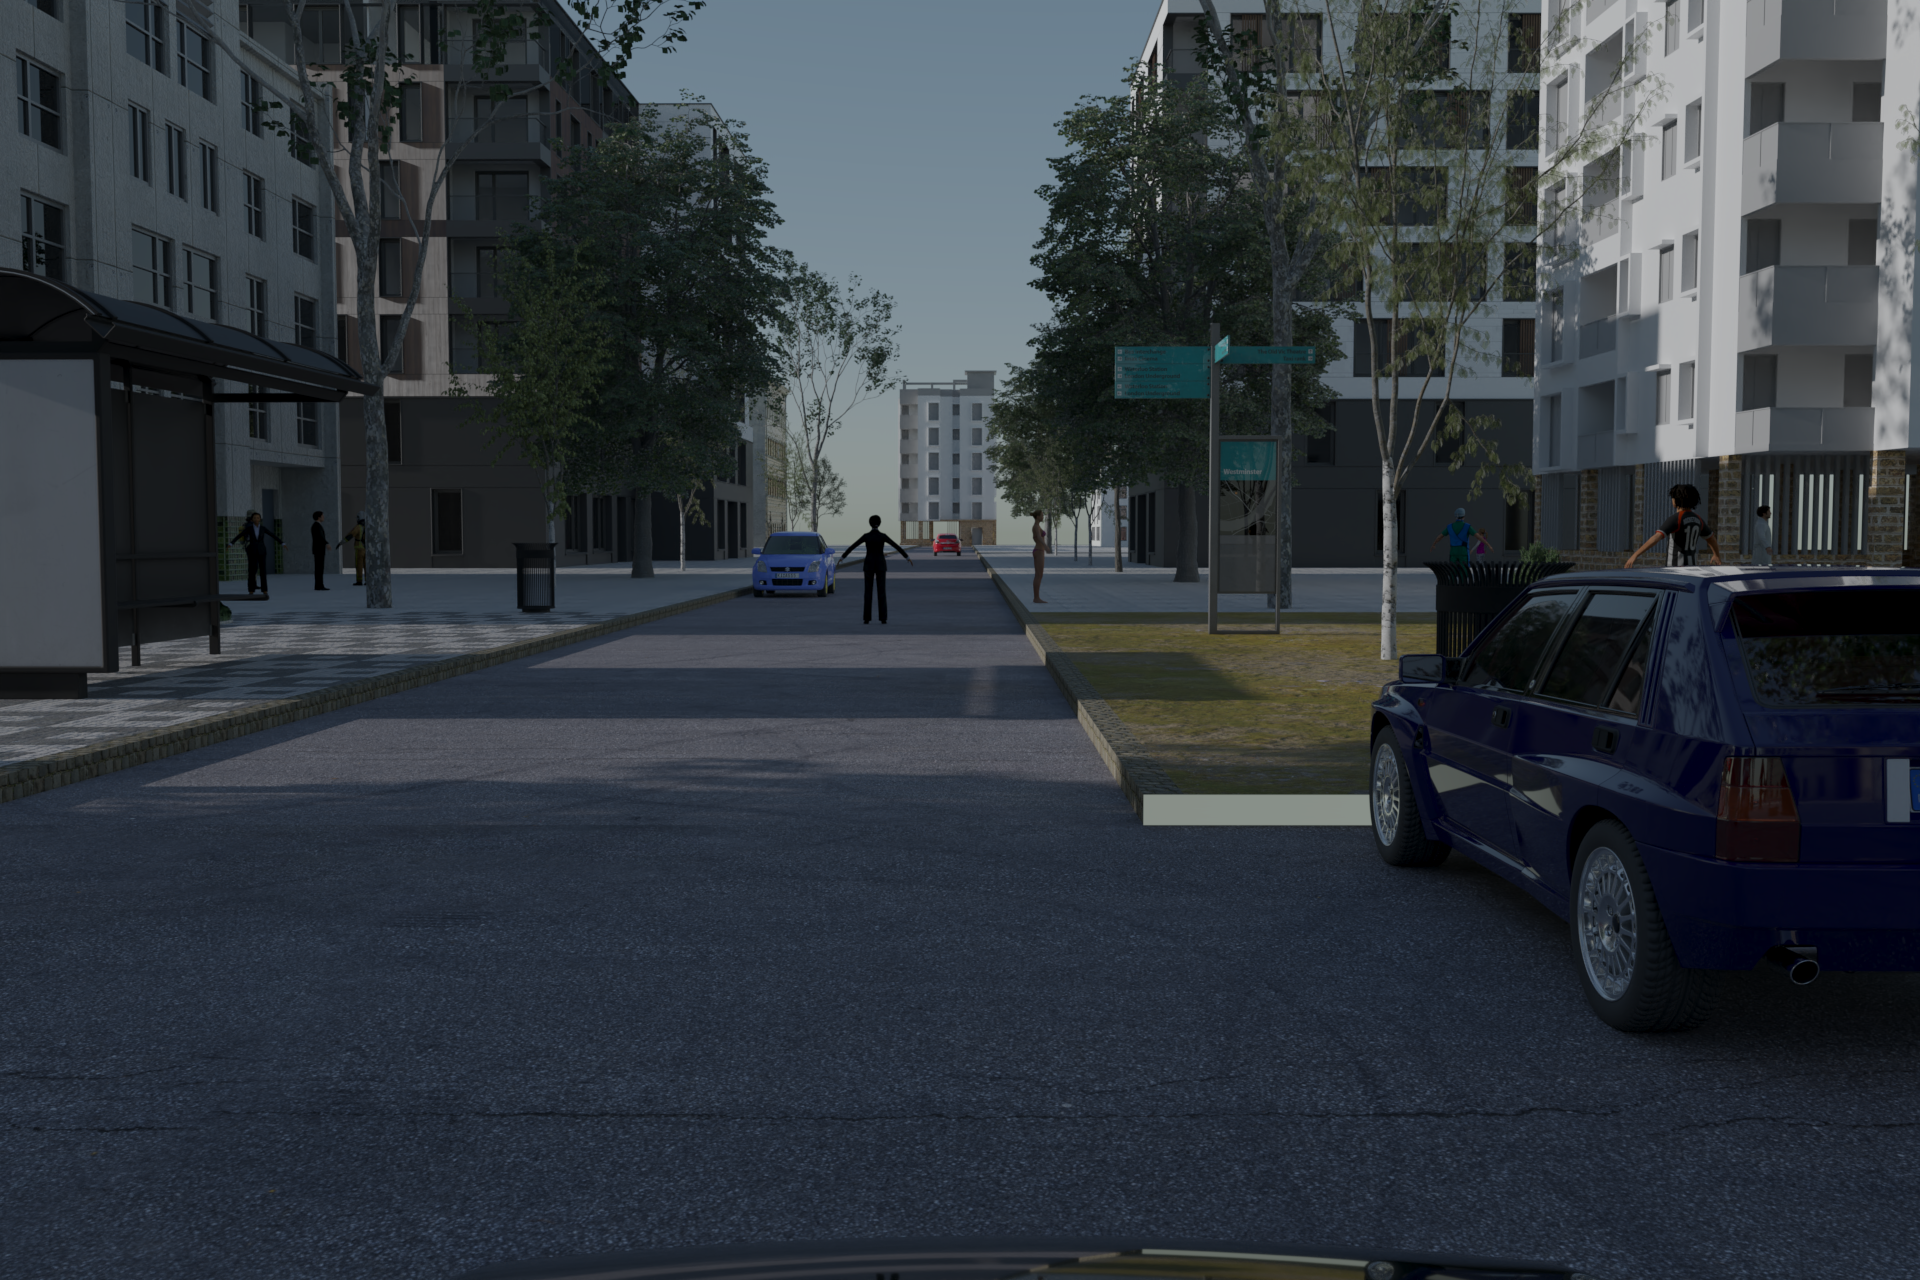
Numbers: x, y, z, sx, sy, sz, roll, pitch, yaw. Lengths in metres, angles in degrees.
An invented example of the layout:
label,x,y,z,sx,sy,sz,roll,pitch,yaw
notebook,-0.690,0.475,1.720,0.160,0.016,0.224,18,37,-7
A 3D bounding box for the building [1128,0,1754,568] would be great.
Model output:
label,x,y,z,sx,sy,sz,roll,pitch,yaw
building,21.676,-14.536,81.644,27.936,21.610,32.646,0,3,0

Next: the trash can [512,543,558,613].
label,x,y,z,sx,sy,sz,roll,pitch,yaw
trash can,-6.967,-1.026,28.433,0.748,1.137,0.748,0,3,0

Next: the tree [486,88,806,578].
label,x,y,z,sx,sy,sz,roll,pitch,yaw
tree,-9.425,-8.807,50.651,9.857,13.997,8.962,0,3,0

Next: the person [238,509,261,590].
label,x,y,z,sx,sy,sz,roll,pitch,yaw
person,-16.373,-2.102,40.152,0.705,1.856,1.354,-2,4,-30

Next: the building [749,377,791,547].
label,x,y,z,sx,sy,sz,roll,pitch,yaw
building,-27.662,-20.987,174.067,19.493,23.208,18.063,0,4,0

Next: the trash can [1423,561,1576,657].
label,x,y,z,sx,sy,sz,roll,pitch,yaw
trash can,2.749,0.170,8.875,0.748,1.137,0.748,0,3,0

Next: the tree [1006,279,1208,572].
label,x,y,z,sx,sy,sz,roll,pitch,yaw
tree,5.038,-7.559,57.998,7.601,10.594,8.767,-1,4,-22

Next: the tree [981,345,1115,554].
label,x,y,z,sx,sy,sz,roll,pitch,yaw
tree,5.677,-12.593,112.557,9.857,13.997,8.962,0,3,0

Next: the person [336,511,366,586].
label,x,y,z,sx,sy,sz,roll,pitch,yaw
person,-14.883,-2.283,43.089,0.705,1.858,1.354,3,4,36

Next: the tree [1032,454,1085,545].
label,x,y,z,sx,sy,sz,roll,pitch,yaw
tree,11.278,-17.107,205.454,9.928,11.665,9.643,0,3,0

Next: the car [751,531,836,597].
label,x,y,z,sx,sy,sz,roll,pitch,yaw
car,-3.856,-1.890,40.491,1.945,1.707,3.694,0,3,0

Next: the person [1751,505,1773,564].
label,x,y,z,sx,sy,sz,roll,pitch,yaw
person,14.739,-1.563,31.734,0.705,1.806,1.347,2,4,23

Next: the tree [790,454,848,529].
label,x,y,z,sx,sy,sz,roll,pitch,yaw
tree,-16.365,-16.265,200.340,7.601,10.594,8.767,0,4,5

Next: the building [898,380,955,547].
label,x,y,z,sx,sy,sz,roll,pitch,yaw
building,-6.886,-21.121,204.199,11.380,20.090,16.016,0,4,-3

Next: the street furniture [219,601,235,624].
label,x,y,z,sx,sy,sz,roll,pitch,yaw
street furniture,-13.900,-0.460,23.145,5.734,0.657,10.072,1,4,18

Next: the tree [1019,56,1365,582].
label,x,y,z,sx,sy,sz,roll,pitch,yaw
tree,6.017,-8.518,45.930,9.857,13.997,8.962,0,3,0

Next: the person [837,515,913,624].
label,x,y,z,sx,sy,sz,roll,pitch,yaw
person,-1.356,-1.130,27.646,1.216,1.740,0.721,0,4,-3

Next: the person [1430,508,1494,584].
label,x,y,z,sx,sy,sz,roll,pitch,yaw
person,10.332,-1.814,35.781,1.347,1.817,0.704,3,4,37

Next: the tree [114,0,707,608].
label,x,y,z,sx,sy,sz,roll,pitch,yaw
tree,-10.260,-10.527,28.013,12.611,20.169,13.585,0,3,0

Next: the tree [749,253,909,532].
label,x,y,z,sx,sy,sz,roll,pitch,yaw
tree,-9.524,-15.836,114.804,12.611,20.169,13.585,0,3,0

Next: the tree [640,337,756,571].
label,x,y,z,sx,sy,sz,roll,pitch,yaw
tree,-9.865,-6.708,60.033,4.360,8.622,3.978,0,3,0

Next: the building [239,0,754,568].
label,x,y,z,sx,sy,sz,roll,pitch,yaw
building,-25.736,-14.469,80.541,27.936,21.610,32.646,0,4,1

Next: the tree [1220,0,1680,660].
label,x,y,z,sx,sy,sz,roll,pitch,yaw
tree,4.301,-4.119,17.713,4.360,8.622,3.978,0,3,0

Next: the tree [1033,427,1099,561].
label,x,y,z,sx,sy,sz,roll,pitch,yaw
tree,5.436,-8.001,81.175,4.360,8.622,3.978,0,3,0

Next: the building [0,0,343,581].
label,x,y,z,sx,sy,sz,roll,pitch,yaw
building,-28.090,-10.582,39.467,16.747,18.905,31.486,0,4,-1

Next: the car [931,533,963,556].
label,x,y,z,sx,sy,sz,roll,pitch,yaw
car,-0.854,-6.397,113.623,2.155,1.783,4.494,0,4,-1

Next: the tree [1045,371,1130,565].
label,x,y,z,sx,sy,sz,roll,pitch,yaw
tree,5.371,-7.377,70.983,4.360,8.622,3.978,0,3,0

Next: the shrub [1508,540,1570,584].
label,x,y,z,sx,sy,sz,roll,pitch,yaw
shrub,7.965,-0.778,23.842,1.383,1.207,1.383,0,3,0

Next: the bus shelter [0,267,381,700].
label,x,y,z,sx,sy,sz,roll,pitch,yaw
bus shelter,-7.290,-1.344,15.901,2.014,3.302,5.546,0,4,1

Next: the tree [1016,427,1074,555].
label,x,y,z,sx,sy,sz,roll,pitch,yaw
tree,5.989,-9.372,103.592,4.360,8.622,3.978,0,3,0

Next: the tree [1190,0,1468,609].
label,x,y,z,sx,sy,sz,roll,pitch,yaw
tree,6.686,-10.550,28.386,12.611,20.169,13.585,0,3,0

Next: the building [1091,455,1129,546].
label,x,y,z,sx,sy,sz,roll,pitch,yaw
building,19.359,-14.724,182.881,9.099,9.664,28.070,0,4,0

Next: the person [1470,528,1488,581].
label,x,y,z,sx,sy,sz,roll,pitch,yaw
person,13.301,-2.150,44.426,0.599,1.433,0.991,3,4,39

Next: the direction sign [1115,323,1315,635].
label,x,y,z,sx,sy,sz,roll,pitch,yaw
direction sign,3.223,-2.001,21.486,2.525,3.948,1.411,0,4,1

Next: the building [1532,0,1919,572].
label,x,y,z,sx,sy,sz,roll,pitch,yaw
building,21.075,-11.606,46.172,16.016,20.090,11.380,0,4,0

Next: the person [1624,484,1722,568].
label,x,y,z,sx,sy,sz,roll,pitch,yaw
person,7.820,-0.777,18.840,1.345,1.843,0.704,-2,4,-23

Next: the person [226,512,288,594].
label,x,y,z,sx,sy,sz,roll,pitch,yaw
person,-14.764,-1.815,36.393,1.216,1.740,0.721,-2,4,-25

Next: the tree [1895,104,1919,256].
label,x,y,z,sx,sy,sz,roll,pitch,yaw
tree,12.661,-4.230,19.519,4.360,8.622,3.978,0,3,0

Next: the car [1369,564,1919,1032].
label,x,y,z,sx,sy,sz,roll,pitch,yaw
car,2.707,0.382,6.334,1.945,1.354,3.894,0,4,-1

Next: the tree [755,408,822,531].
label,x,y,z,sx,sy,sz,roll,pitch,yaw
tree,-9.678,-9.205,100.868,4.360,8.622,3.978,0,3,0

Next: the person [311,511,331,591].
label,x,y,z,sx,sy,sz,roll,pitch,yaw
person,-14.564,-2.034,39.441,0.705,1.806,1.347,-2,4,-31

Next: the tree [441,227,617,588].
label,x,y,z,sx,sy,sz,roll,pitch,yaw
tree,-9.907,-5.542,40.978,4.737,8.622,4.395,0,3,0

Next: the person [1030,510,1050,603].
label,x,y,z,sx,sy,sz,roll,pitch,yaw
person,1.541,-1.559,32.286,0.721,1.733,1.217,0,4,-5
